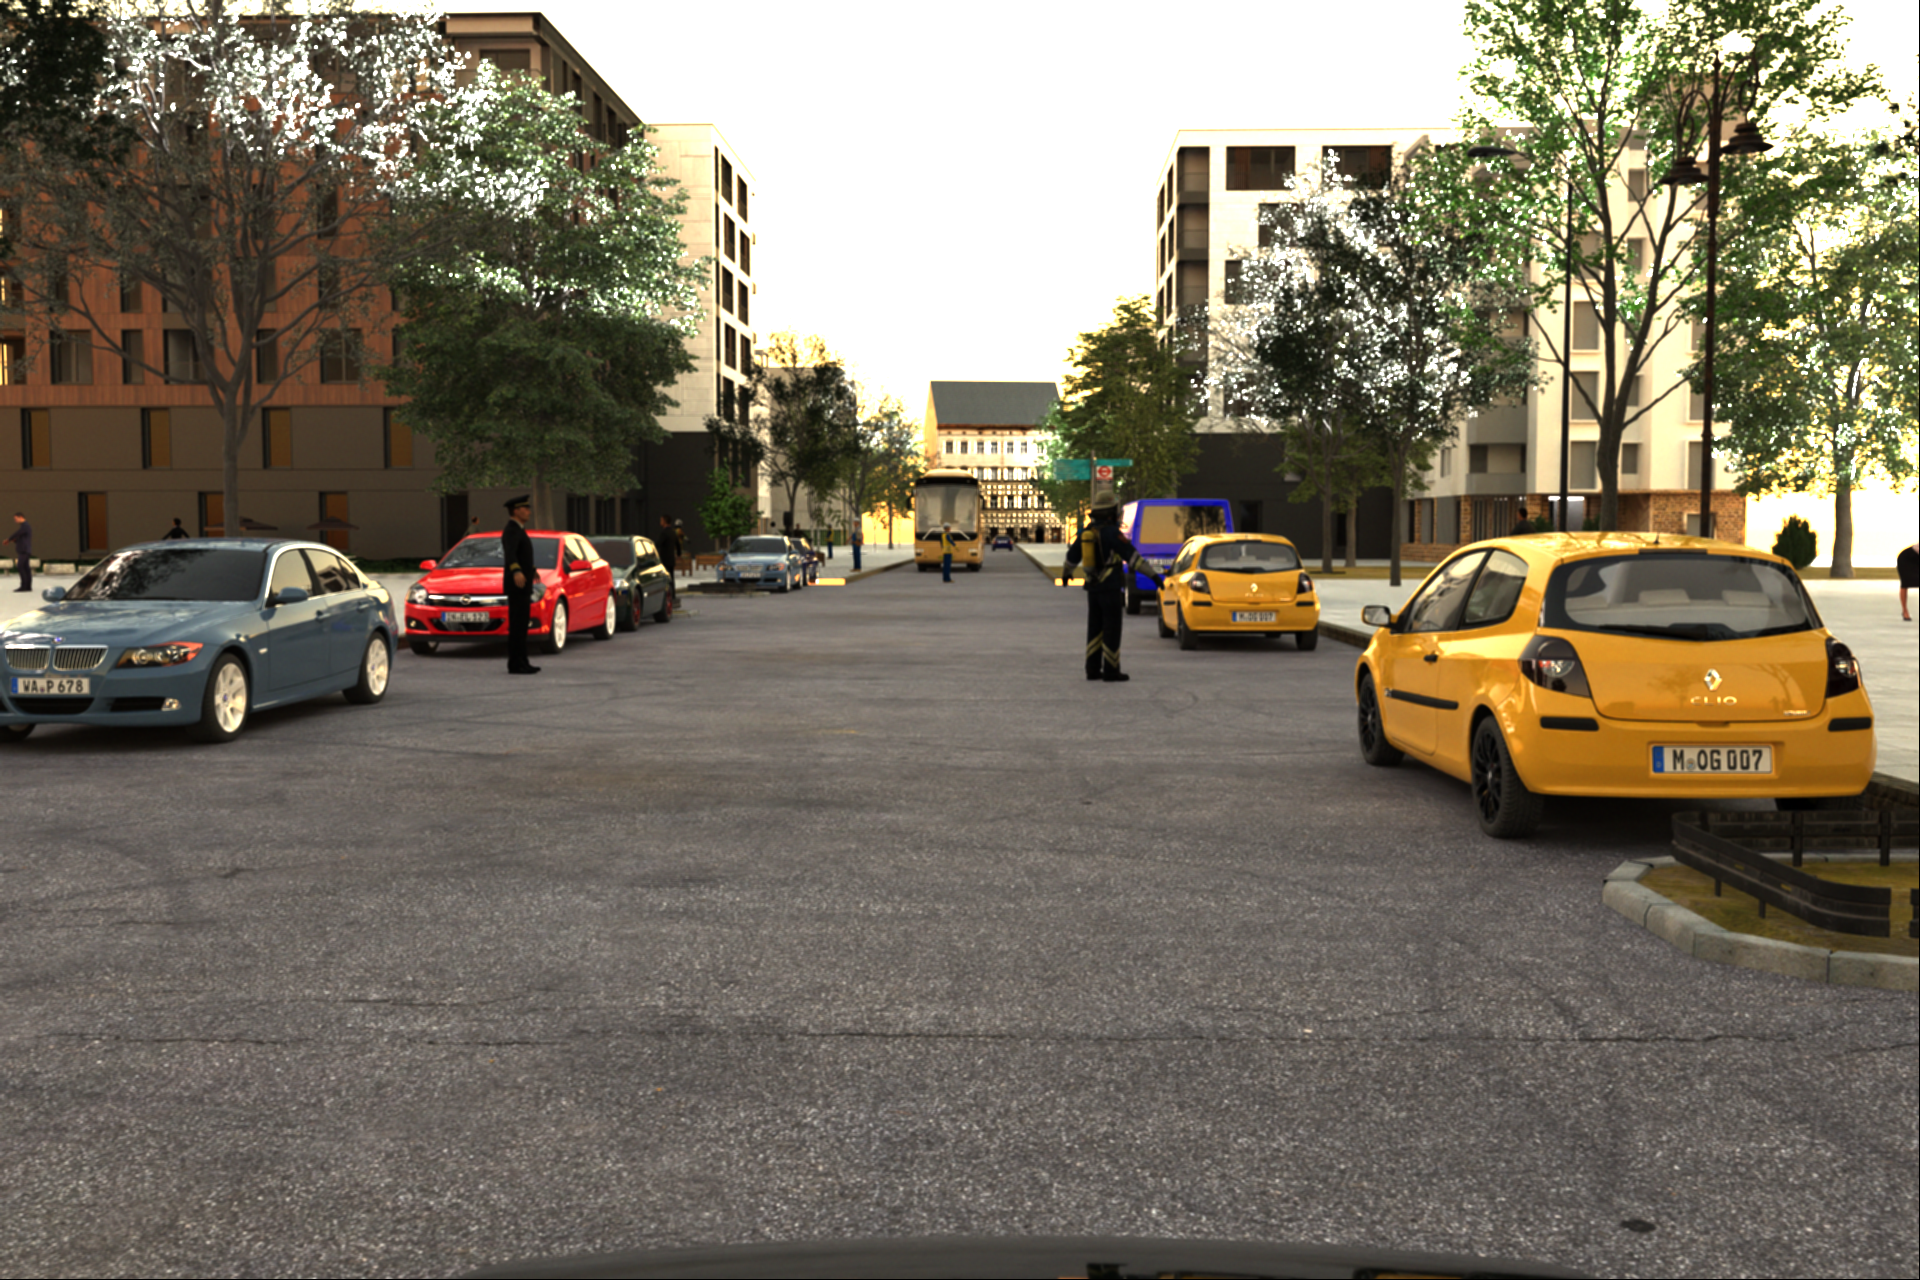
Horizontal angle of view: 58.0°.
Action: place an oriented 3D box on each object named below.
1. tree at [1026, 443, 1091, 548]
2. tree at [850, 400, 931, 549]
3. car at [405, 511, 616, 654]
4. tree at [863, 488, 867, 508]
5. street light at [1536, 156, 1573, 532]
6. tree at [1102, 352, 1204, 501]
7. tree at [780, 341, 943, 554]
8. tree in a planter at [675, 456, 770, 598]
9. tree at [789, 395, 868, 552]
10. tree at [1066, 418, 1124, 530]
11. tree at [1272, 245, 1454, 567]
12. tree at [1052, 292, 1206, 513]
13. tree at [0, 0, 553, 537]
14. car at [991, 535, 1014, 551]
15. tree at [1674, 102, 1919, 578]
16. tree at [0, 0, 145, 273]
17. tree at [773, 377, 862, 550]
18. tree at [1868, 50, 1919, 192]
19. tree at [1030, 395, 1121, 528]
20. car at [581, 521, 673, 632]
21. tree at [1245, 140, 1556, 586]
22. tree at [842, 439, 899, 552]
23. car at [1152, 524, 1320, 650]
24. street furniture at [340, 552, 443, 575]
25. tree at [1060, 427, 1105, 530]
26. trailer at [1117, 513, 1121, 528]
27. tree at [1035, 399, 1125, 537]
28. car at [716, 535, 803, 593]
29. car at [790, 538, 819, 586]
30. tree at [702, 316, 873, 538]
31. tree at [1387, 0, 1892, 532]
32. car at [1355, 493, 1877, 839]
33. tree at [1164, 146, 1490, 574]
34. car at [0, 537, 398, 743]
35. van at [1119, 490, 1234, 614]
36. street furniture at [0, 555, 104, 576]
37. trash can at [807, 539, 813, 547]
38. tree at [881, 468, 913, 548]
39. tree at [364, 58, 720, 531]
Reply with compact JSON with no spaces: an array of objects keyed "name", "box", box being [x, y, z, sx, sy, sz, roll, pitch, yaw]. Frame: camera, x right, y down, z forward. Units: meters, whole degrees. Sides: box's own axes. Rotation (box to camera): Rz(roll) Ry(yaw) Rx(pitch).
[{"name":"tree","box":[9.597,-13.454,154.385,8.767,10.594,7.601,1,4,22]},{"name":"tree","box":[-6.017,-13.928,145.857,7.486,12.596,7.792,0,3,0]},{"name":"car","box":[-5.637,-0.795,22.036,2.155,1.783,4.494,0,4,1]},{"name":"tree","box":[-15.715,-19.713,240.428,7.486,12.596,7.792,0,3,0]},{"name":"street light","box":[7.846,-2.955,20.859,1.470,5.913,1.316,0,4,1]},{"name":"tree","box":[7.684,-7.379,71.010,4.737,8.622,4.395,0,3,0]},{"name":"tree","box":[-6.680,-12.297,111.428,12.009,13.543,11.850,0,3,0]},{"name":"tree in a planter","box":[-5.421,-2.599,39.709,1.991,3.239,1.994,0,4,2]},{"name":"tree","box":[-7.059,-8.398,87.676,4.737,8.622,4.395,0,3,0]},{"name":"tree","box":[8.432,-9.591,107.174,4.737,8.622,4.395,0,3,0]},{"name":"tree","box":[15.527,-9.104,66.971,7.486,12.596,7.792,0,3,0]},{"name":"tree","box":[7.887,-9.995,81.552,7.486,12.596,7.792,0,3,0]},{"name":"tree","box":[-11.930,-7.202,28.123,12.009,13.543,11.850,0,3,0]},{"name":"car","box":[3.583,-8.206,146.753,1.945,1.354,3.894,0,4,0]},{"name":"tree","box":[26.011,-8.821,50.877,9.857,13.997,8.962,0,3,0]},{"name":"tree","box":[-11.783,-4.976,15.773,8.767,10.594,7.601,-1,4,-13]},{"name":"tree","box":[-6.752,-8.034,81.723,4.737,8.622,4.395,0,3,0]},{"name":"tree","box":[9.429,-4.662,10.641,8.767,10.594,7.601,-1,4,-14]},{"name":"tree","box":[9.044,-12.443,129.191,9.928,11.665,9.643,0,3,0]},{"name":"car","box":[-5.576,-1.034,26.700,2.009,1.686,4.222,0,4,1]},{"name":"tree","box":[10.471,-6.590,42.155,7.601,10.594,8.767,-3,5,-44]},{"name":"tree","box":[-6.243,-10.635,124.239,4.737,8.622,4.395,0,3,0]},{"name":"car","box":[3.579,-0.768,22.778,2.015,1.641,3.980,0,4,1]},{"name":"street furniture","box":[-18.116,-2.624,58.526,5.734,0.657,10.072,-2,4,-32]},{"name":"tree","box":[8.975,-10.319,119.074,4.737,8.622,4.395,0,3,0]},{"name":"trailer","box":[4.376,-2.612,49.759,1.471,1.999,3.904,0,4,2]},{"name":"tree","box":[10.035,-13.805,143.845,7.486,12.596,7.792,0,3,0]},{"name":"car","box":[-5.005,-1.940,43.729,2.014,1.417,4.499,0,4,1]},{"name":"car","box":[-5.011,-2.223,48.930,1.945,1.354,3.894,0,4,1]},{"name":"tree","box":[-7.512,-8.613,75.233,8.767,10.594,7.601,1,4,15]},{"name":"tree","box":[10.405,-6.216,27.385,9.928,11.665,9.643,0,3,0]},{"name":"car","box":[3.349,0.040,9.565,2.015,1.641,3.980,0,4,1]},{"name":"tree","box":[11.836,-8.906,55.978,12.009,13.543,11.850,0,3,0]},{"name":"car","box":[-5.823,-0.086,13.412,2.014,1.417,4.499,0,4,2]},{"name":"van","box":[3.930,-1.720,32.501,2.240,2.365,5.245,0,4,1]},{"name":"street furniture","box":[-28.748,-2.521,56.838,5.734,0.657,10.072,3,4,35]},{"name":"trash can","box":[-4.931,-2.592,54.031,0.748,1.137,0.748,0,3,0]},{"name":"tree","box":[-5.452,-12.460,154.089,4.360,8.622,3.978,0,3,0]},{"name":"tree","box":[-11.373,-8.577,46.897,9.857,13.997,8.962,0,3,0]}]
